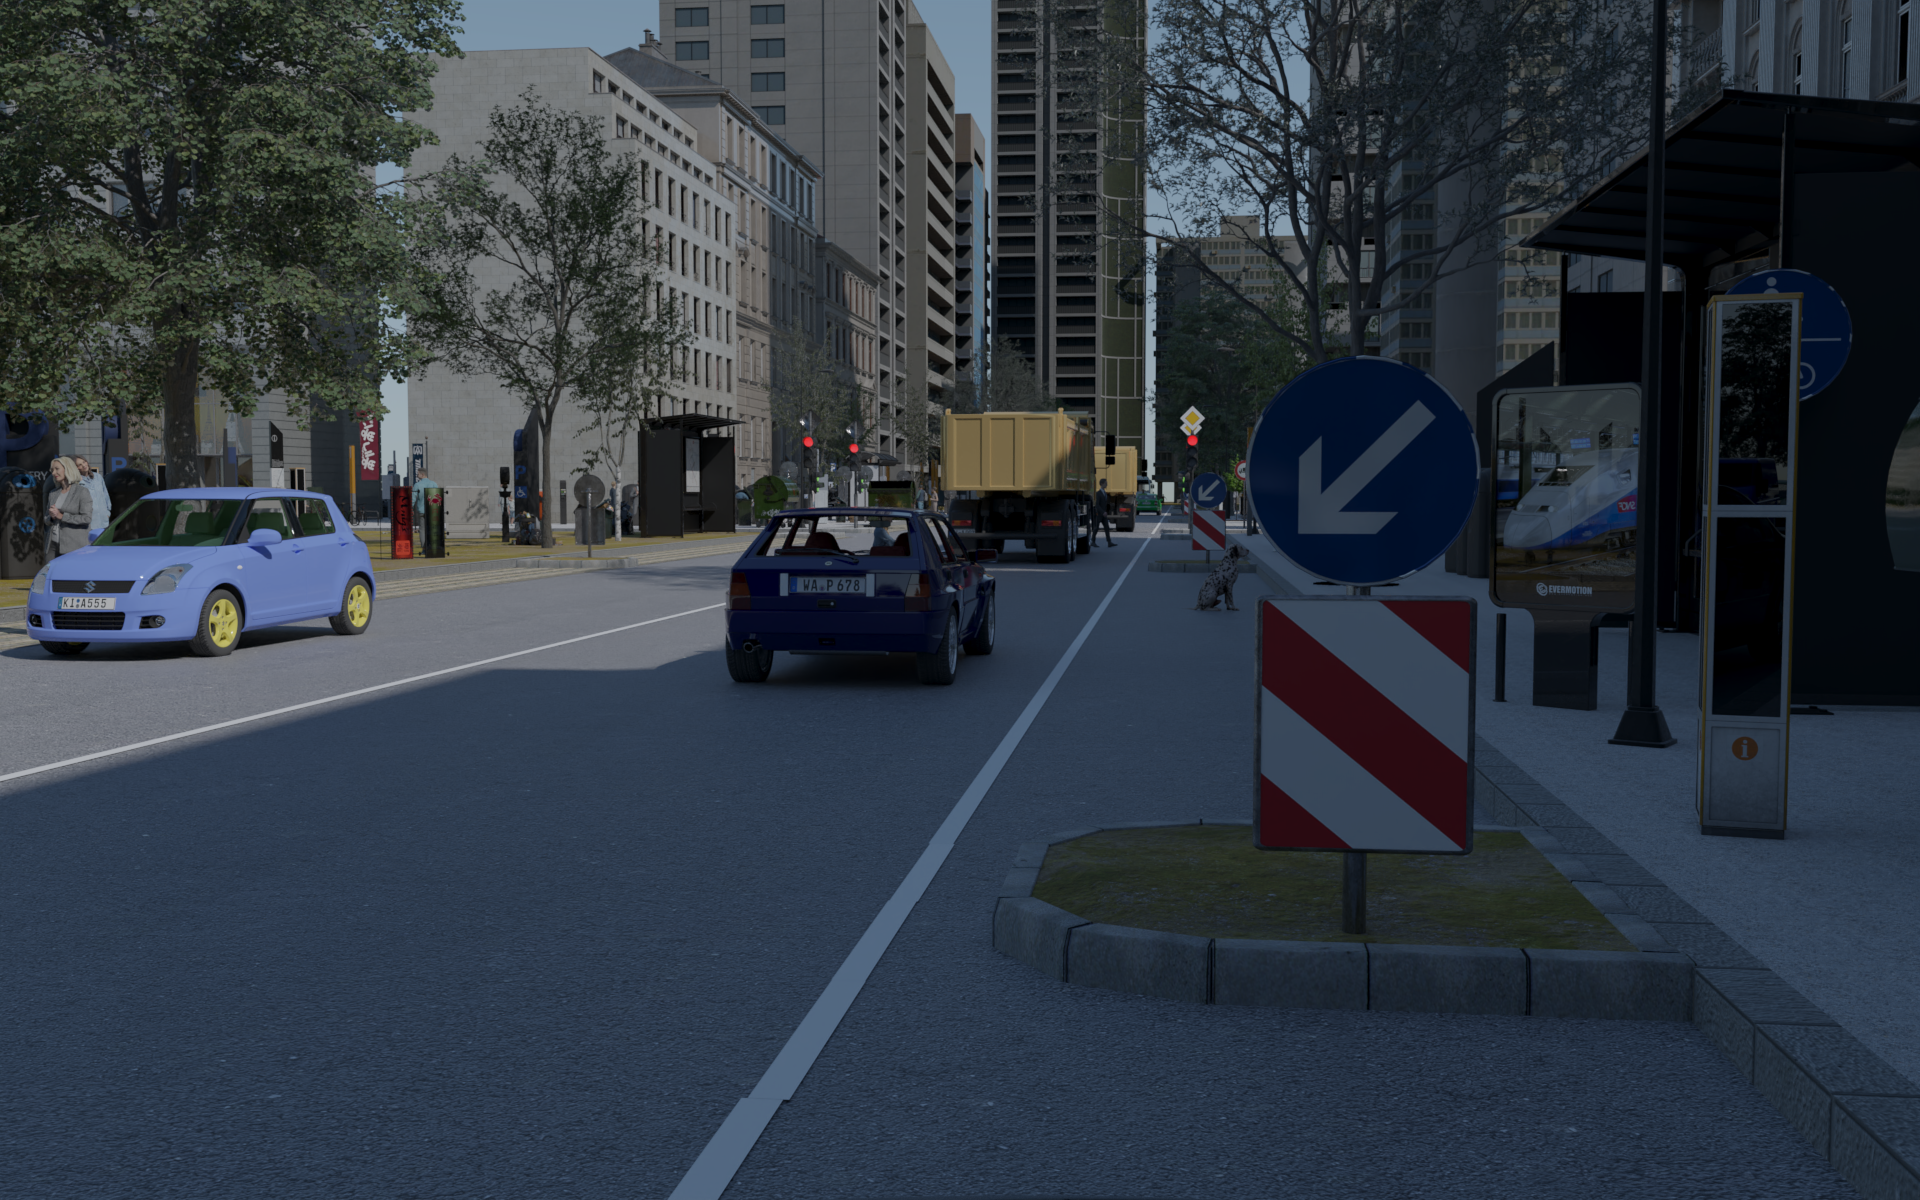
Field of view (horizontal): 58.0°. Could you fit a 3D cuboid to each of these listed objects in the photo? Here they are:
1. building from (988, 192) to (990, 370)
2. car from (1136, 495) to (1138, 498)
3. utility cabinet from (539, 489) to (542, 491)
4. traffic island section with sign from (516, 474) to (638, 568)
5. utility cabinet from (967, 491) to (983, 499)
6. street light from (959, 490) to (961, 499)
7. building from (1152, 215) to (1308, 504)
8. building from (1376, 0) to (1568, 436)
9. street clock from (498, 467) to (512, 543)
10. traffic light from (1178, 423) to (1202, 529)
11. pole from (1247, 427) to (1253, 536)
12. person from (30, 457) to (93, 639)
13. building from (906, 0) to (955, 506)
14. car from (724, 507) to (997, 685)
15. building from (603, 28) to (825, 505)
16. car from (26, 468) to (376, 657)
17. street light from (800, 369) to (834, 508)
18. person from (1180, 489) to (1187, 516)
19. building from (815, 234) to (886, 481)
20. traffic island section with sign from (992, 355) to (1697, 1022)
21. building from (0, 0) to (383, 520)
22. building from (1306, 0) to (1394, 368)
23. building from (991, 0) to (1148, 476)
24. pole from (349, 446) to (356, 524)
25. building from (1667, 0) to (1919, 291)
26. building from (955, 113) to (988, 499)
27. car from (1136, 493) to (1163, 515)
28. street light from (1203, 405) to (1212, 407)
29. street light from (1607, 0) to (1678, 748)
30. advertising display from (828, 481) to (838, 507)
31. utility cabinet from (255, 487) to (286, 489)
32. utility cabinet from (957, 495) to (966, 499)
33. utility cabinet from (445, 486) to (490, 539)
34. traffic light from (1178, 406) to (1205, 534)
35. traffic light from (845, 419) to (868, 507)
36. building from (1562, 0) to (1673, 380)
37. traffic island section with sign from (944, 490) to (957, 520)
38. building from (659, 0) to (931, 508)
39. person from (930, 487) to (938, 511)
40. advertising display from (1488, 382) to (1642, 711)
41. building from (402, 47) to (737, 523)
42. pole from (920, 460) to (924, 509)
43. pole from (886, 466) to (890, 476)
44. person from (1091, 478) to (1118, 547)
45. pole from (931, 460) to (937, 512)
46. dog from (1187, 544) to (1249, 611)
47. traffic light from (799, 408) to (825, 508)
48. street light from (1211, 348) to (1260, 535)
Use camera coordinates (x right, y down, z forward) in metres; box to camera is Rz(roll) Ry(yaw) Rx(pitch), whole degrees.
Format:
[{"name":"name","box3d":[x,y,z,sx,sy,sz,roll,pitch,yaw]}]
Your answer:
[{"name":"building","box3d":[-3.551,-36.080,240.012,14.200,45.320,14.600,0,4,7]},{"name":"car","box3d":[14.926,-8.503,151.391,2.083,1.381,4.827,1,4,8]},{"name":"utility cabinet","box3d":[-18.177,-4.019,74.381,0.318,1.500,1.173,3,5,40]},{"name":"traffic island section with sign","box3d":[-7.464,-1.565,34.208,1.989,1.847,2.006,0,4,7]},{"name":"utility cabinet","box3d":[1.232,-6.857,120.782,1.173,1.500,0.318,2,4,24]},{"name":"street light","box3d":[0.517,-8.451,110.715,1.470,5.913,1.316,0,4,7]},{"name":"building","box3d":[39.287,-33.787,244.304,23.993,40.220,32.217,0,4,7]},{"name":"building","box3d":[42.999,-26.310,122.042,32.217,40.220,23.993,0,4,7]},{"name":"street clock","box3d":[-12.052,-2.528,45.905,0.358,2.002,0.471,-1,4,-19]},{"name":"traffic light","box3d":[8.387,-4.539,63.136,0.839,4.253,0.868,0,4,7]},{"name":"pole","box3d":[8.875,-3.620,53.029,0.158,3.312,0.155,0,3,0]},{"name":"person","box3d":[-8.833,-0.515,17.107,0.537,1.800,0.526,1,4,22]},{"name":"building","box3d":[-12.416,-33.661,174.061,21.300,48.544,21.600,0,4,7]},{"name":"car","box3d":[-0.713,-0.113,14.428,1.945,1.354,3.894,0,4,8]},{"name":"building","box3d":[-16.662,-18.756,103.923,12.463,27.353,25.104,0,4,7]},{"name":"car","box3d":[-7.129,-0.420,16.465,1.945,1.707,3.694,1,4,9]},{"name":"street light","box3d":[-5.393,-5.640,64.752,1.470,5.913,1.316,0,4,7]},{"name":"person","box3d":[14.367,-6.224,110.540,0.520,1.790,0.573,-2,4,-29]},{"name":"building","box3d":[-12.929,-17.812,127.378,11.583,22.565,21.152,0,4,7]},{"name":"traffic island section with sign","box3d":[1.144,0.176,5.756,1.989,1.847,2.006,0,4,7]},{"name":"building","box3d":[-44.770,-18.739,83.875,29.804,29.767,11.434,0,4,7]},{"name":"building","box3d":[45.907,-34.668,156.052,28.713,52.752,27.495,0,4,7]},{"name":"building","box3d":[15.400,-49.061,240.405,20.611,71.187,20.563,0,4,7]},{"name":"pole","box3d":[-25.641,-4.848,73.106,0.158,3.312,0.155,0,3,0]},{"name":"building","box3d":[22.390,-11.614,31.691,13.314,21.916,24.055,0,4,7]},{"name":"building","box3d":[-4.929,-33.678,200.750,14.200,45.320,14.600,0,4,7]},{"name":"car","box3d":[12.753,-6.655,117.601,1.959,1.807,4.718,1,4,9]},{"name":"street light","box3d":[13.357,-7.210,90.418,1.470,5.913,1.316,0,4,7]},{"name":"street light","box3d":[2.977,-2.218,8.810,1.470,5.913,1.316,0,4,7]},{"name":"advertising display","box3d":[-6.481,-4.896,85.258,0.974,1.923,0.123,0,4,1]},{"name":"utility cabinet","box3d":[-21.912,-2.822,54.824,1.173,1.500,0.318,1,4,12]},{"name":"utility cabinet","box3d":[0.079,-6.524,117.825,0.306,1.237,1.020,-1,4,-18]},{"name":"utility cabinet","box3d":[-14.047,-2.491,49.399,1.173,1.500,0.318,-1,4,-11]},{"name":"traffic light","box3d":[7.383,-4.055,55.214,0.839,4.253,0.868,0,4,7]},{"name":"traffic light","box3d":[-3.878,-4.633,64.670,0.839,4.253,0.868,0,4,7]},{"name":"building","box3d":[39.350,-38.949,75.063,20.611,71.187,20.563,0,4,7]},{"name":"traffic island section with sign","box3d":[-0.495,-4.927,89.177,1.989,1.847,2.006,0,4,7]},{"name":"building","box3d":[-13.352,-43.632,151.633,20.563,71.187,20.611,0,4,7]},{"name":"person","box3d":[-1.319,-4.596,83.984,0.374,1.781,0.599,-2,4,-25]},{"name":"advertising display","box3d":[3.631,-0.314,10.345,0.123,1.923,0.974,-3,5,-43]},{"name":"building","box3d":[-17.948,-13.972,83.189,10.420,20.320,16.860,0,4,7]},{"name":"pole","box3d":[-2.276,-6.718,103.682,0.158,3.312,0.155,0,3,0]},{"name":"pole","box3d":[-4.129,-6.452,99.325,0.158,3.312,0.155,0,3,0]},{"name":"person","box3d":[3.857,-2.336,46.473,0.755,1.850,0.659,2,4,33]},{"name":"pole","box3d":[-1.608,-6.661,102.752,0.158,3.312,0.155,0,3,0]},{"name":"dog","box3d":[3.108,-0.281,21.431,0.800,0.831,0.513,2,4,33]},{"name":"traffic light","box3d":[-4.883,-4.148,56.748,0.839,4.253,0.868,0,4,7]},{"name":"street light","box3d":[8.844,-5.044,55.017,1.470,5.913,1.316,0,4,7]}]
